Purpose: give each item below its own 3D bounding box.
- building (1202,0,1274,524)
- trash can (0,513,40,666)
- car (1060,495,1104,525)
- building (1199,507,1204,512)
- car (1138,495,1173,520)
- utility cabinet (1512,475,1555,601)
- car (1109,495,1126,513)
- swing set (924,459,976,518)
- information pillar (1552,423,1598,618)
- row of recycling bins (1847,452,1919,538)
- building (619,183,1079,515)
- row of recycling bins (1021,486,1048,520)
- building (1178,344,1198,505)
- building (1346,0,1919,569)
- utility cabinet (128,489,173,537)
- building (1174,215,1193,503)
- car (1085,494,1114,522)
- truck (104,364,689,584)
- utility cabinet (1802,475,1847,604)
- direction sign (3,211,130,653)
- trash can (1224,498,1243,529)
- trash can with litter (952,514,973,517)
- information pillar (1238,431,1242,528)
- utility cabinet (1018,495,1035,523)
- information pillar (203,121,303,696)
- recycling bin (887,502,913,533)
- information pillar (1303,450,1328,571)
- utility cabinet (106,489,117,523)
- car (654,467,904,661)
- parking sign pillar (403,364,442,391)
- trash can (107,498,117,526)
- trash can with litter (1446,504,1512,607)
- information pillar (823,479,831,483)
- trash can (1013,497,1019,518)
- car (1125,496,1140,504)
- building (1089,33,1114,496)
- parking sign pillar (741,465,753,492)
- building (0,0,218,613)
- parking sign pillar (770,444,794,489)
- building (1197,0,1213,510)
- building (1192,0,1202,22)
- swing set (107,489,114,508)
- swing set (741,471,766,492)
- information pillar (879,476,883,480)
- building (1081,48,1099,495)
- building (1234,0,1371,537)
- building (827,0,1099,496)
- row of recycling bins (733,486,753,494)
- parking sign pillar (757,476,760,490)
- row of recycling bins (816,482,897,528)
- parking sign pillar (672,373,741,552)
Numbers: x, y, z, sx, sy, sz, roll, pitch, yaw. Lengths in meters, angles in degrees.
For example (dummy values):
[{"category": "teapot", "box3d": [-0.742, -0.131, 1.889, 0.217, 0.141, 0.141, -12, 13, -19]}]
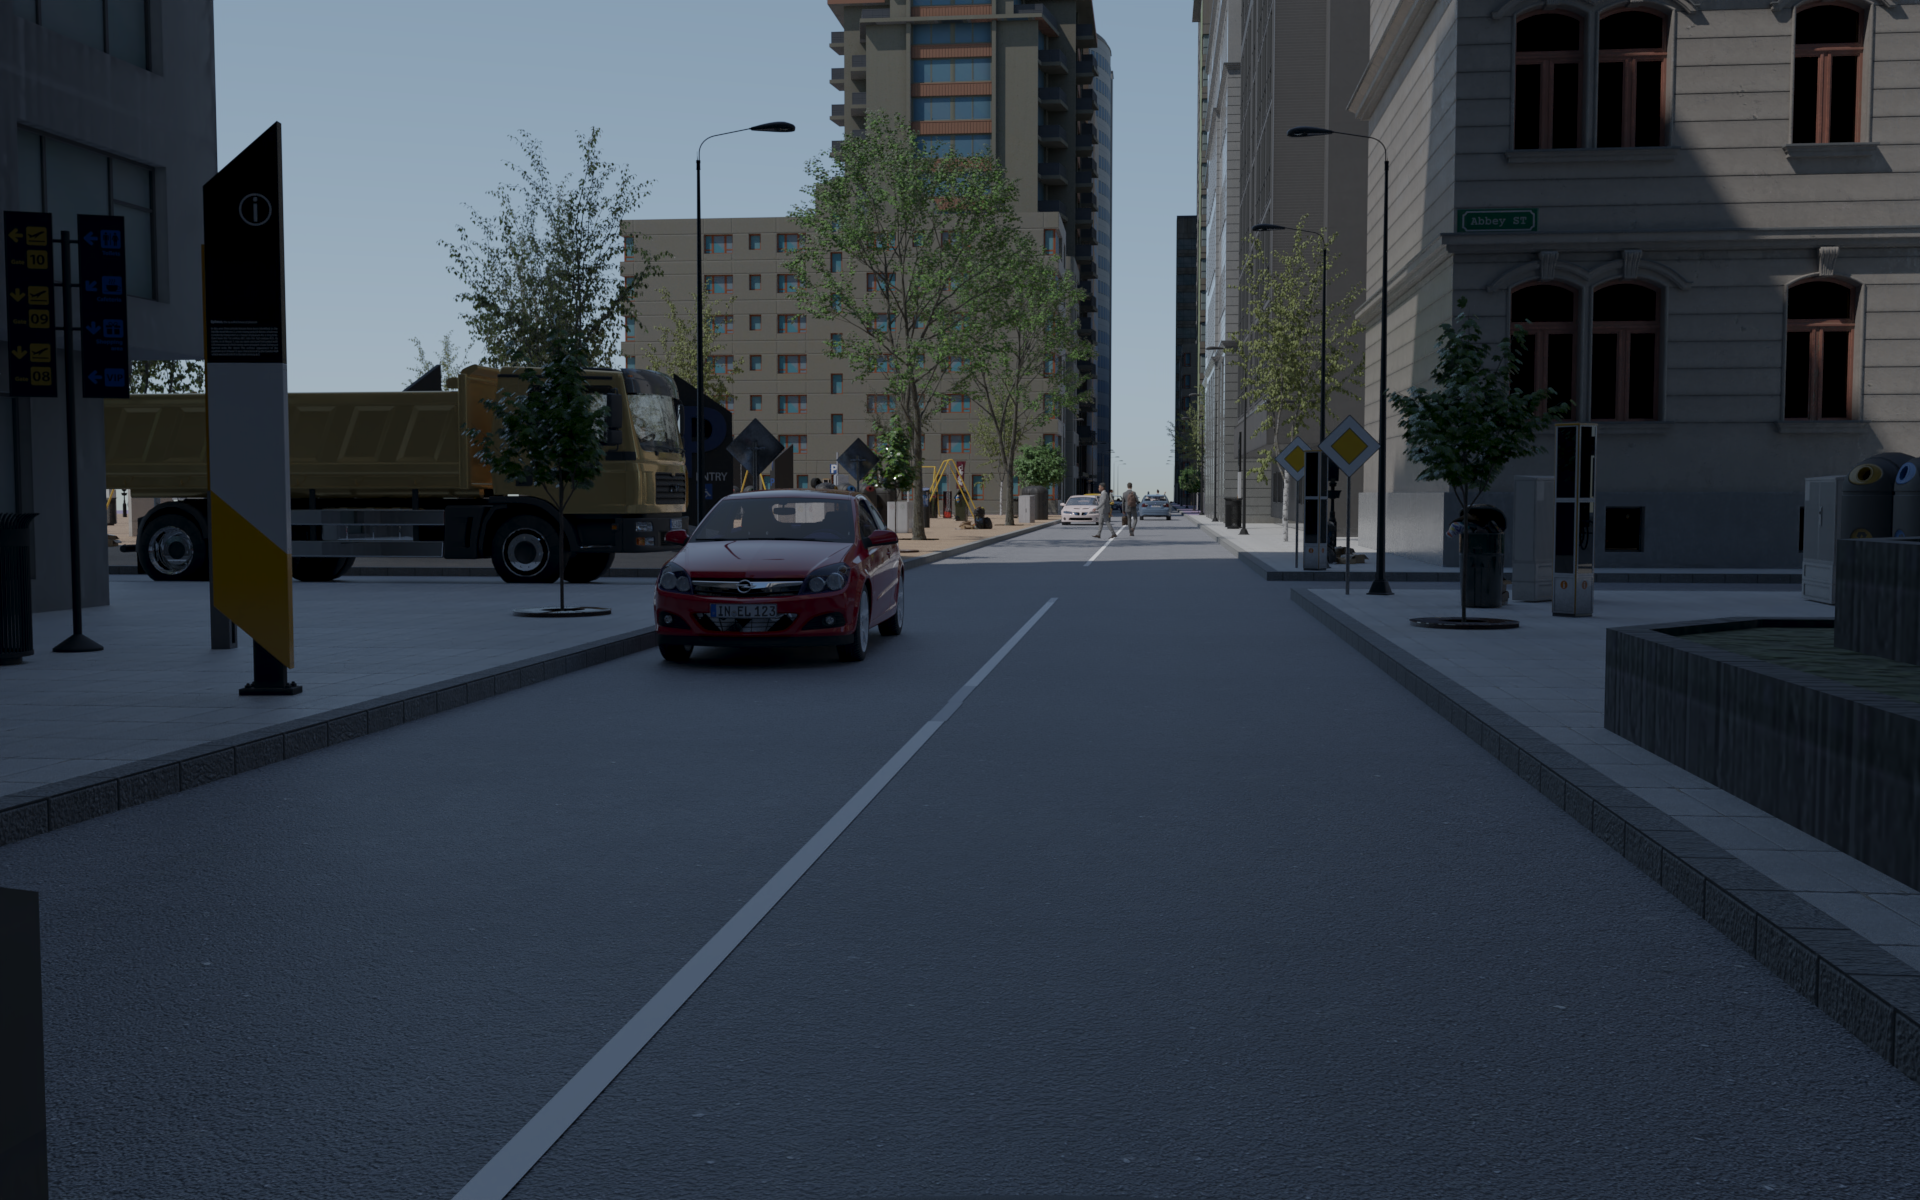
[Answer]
[{"category": "building", "box3d": [18.491, -19.036, 88.738, 11.434, 29.767, 29.804, 0, 4, 6]}, {"category": "trash can", "box3d": [-7.336, -0.085, 13.046, 0.748, 1.137, 0.748, 0, 3, 0]}, {"category": "car", "box3d": [5.769, -4.203, 81.088, 2.083, 1.381, 4.827, 0, 4, 7]}, {"category": "building", "box3d": [28.190, -42.078, 126.222, 20.563, 71.187, 20.611, 0, 4, 6]}, {"category": "car", "box3d": [10.793, -5.125, 95.791, 2.014, 1.417, 4.499, 0, 4, 6]}, {"category": "utility cabinet", "box3d": [7.102, -0.744, 20.848, 1.173, 1.500, 0.318, -3, 5, -43]}, {"category": "car", "box3d": [11.798, -7.374, 133.142, 1.945, 1.354, 3.894, 0, 4, 8]}, {"category": "swing set", "box3d": [-0.523, -4.961, 78.725, 2.862, 2.851, 3.119, 0, 4, -5]}, {"category": "information pillar", "box3d": [6.418, -0.832, 18.092, 0.304, 2.012, 0.304, -2, 4, -33]}, {"category": "row of recycling bins", "box3d": [9.118, -0.533, 15.832, 1.069, 1.692, 3.534, 0, 4, 6]}, {"category": "building", "box3d": [-6.080, -16.952, 122.208, 27.650, 21.520, 28.899, 0, 4, 6]}, {"category": "row of recycling bins", "box3d": [3.709, -4.891, 87.088, 1.069, 1.692, 3.534, 0, 4, -7]}, {"category": "building", "box3d": [40.935, -22.465, 212.340, 27.650, 21.520, 28.899, 0, 4, 6]}, {"category": "building", "box3d": [20.204, -15.107, 34.394, 23.554, 28.519, 14.401, 0, 4, 6]}, {"category": "utility cabinet", "box3d": [-24.179, -2.634, 51.737, 1.173, 1.500, 0.318, -3, 5, -43]}, {"category": "building", "box3d": [38.739, -34.943, 254.916, 14.154, 41.232, 14.086, 0, 4, 6]}, {"category": "car", "box3d": [6.996, -4.879, 89.994, 2.015, 1.641, 3.980, 0, 4, 5]}, {"category": "truck", "box3d": [-8.426, -1.922, 27.352, 9.791, 3.379, 3.469, 0, 4, 8]}, {"category": "utility cabinet", "box3d": [10.238, -0.715, 20.371, 0.318, 1.500, 1.173, 1, 4, 10]}, {"category": "direction sign", "box3d": [-7.218, -1.350, 14.069, 0.876, 3.537, 0.379, -1, 4, -18]}, {"category": "trash can", "box3d": [10.051, -3.182, 63.672, 0.748, 1.137, 0.748, 0, 3, 0]}, {"category": "trash can with litter", "box3d": [0.010, -5.293, 97.598, 1.678, 1.210, 2.233, 2, 4, 32]}, {"category": "information pillar", "box3d": [10.492, -4.505, 65.008, 0.183, 3.616, 0.504, 0, 4, 4]}, {"category": "utility cabinet", "box3d": [2.974, -4.043, 77.257, 0.306, 1.237, 1.020, -2, 4, -27]}, {"category": "information pillar", "box3d": [-4.500, -1.201, 10.991, 0.504, 3.616, 0.183, 0, 4, -2]}, {"category": "recycling bin", "box3d": [-1.947, -2.711, 56.874, 0.722, 1.027, 0.722, 1, 4, 14]}, {"category": "information pillar", "box3d": [5.966, -1.502, 29.053, 0.304, 2.012, 0.304, 3, 4, 39]}, {"category": "utility cabinet", "box3d": [-37.358, -4.126, 76.140, 0.318, 1.500, 1.173, -3, 4, -38]}, {"category": "car", "box3d": [-1.591, -0.441, 16.247, 2.155, 1.783, 4.494, 0, 4, 5]}, {"category": "parking sign pillar", "box3d": [-11.295, -2.883, 35.607, 1.447, 3.967, 1.447, 2, 4, 35]}, {"category": "trash can", "box3d": [-34.661, -3.595, 70.435, 0.748, 1.137, 0.748, 0, 3, 0]}, {"category": "trash can with litter", "box3d": [5.971, -0.517, 19.841, 0.624, 1.170, 1.055, 2, 4, 26]}, {"category": "information pillar", "box3d": [-6.421, -4.841, 83.637, 0.304, 2.012, 0.304, 1, 4, 17]}, {"category": "trash can", "box3d": [2.856, -4.917, 92.049, 0.748, 1.137, 0.748, 0, 3, 0]}, {"category": "car", "box3d": [24.294, -14.173, 244.090, 2.083, 1.381, 4.827, 0, 4, 8]}, {"category": "building", "box3d": [8.227, -41.324, 217.639, 21.231, 58.520, 28.212, 0, 4, 6]}, {"category": "parking sign pillar", "box3d": [-11.951, -6.312, 91.668, 1.447, 3.967, 1.447, -1, 4, -20]}, {"category": "building", "box3d": [-16.100, -20.345, 16.239, 14.086, 41.232, 14.154, 0, 4, 6]}, {"category": "parking sign pillar", "box3d": [-9.509, -6.357, 92.410, 1.447, 3.967, 1.447, 3, 5, 44]}, {"category": "building", "box3d": [26.991, -28.202, 144.695, 14.154, 41.232, 14.086, 0, 4, 6]}, {"category": "building", "box3d": [36.558, -35.163, 164.152, 28.713, 52.752, 27.495, 0, 4, 6]}, {"category": "swing set", "box3d": [-26.756, -3.686, 57.893, 2.862, 2.851, 3.119, 1, 4, 14]}, {"category": "swing set", "box3d": [-13.940, -6.615, 105.783, 3.119, 2.851, 2.862, -2, 4, -31]}, {"category": "information pillar", "box3d": [-2.869, -3.753, 65.850, 0.304, 2.012, 0.304, -3, 4, -36]}, {"category": "building", "box3d": [6.014, -31.906, 171.777, 14.600, 45.320, 14.200, 0, 4, 6]}, {"category": "building", "box3d": [17.588, -16.414, 61.871, 14.314, 27.812, 24.014, 0, 4, 6]}, {"category": "building", "box3d": [0.661, -30.332, 150.547, 22.147, 44.769, 28.867, 0, 4, 6]}, {"category": "row of recycling bins", "box3d": [-11.785, -4.844, 86.311, 3.534, 1.692, 1.069, 0, 4, 0]}, {"category": "parking sign pillar", "box3d": [-12.068, -6.723, 98.395, 1.447, 3.967, 1.447, -1, 4, -17]}, {"category": "row of recycling bins", "box3d": [-3.785, -3.392, 62.565, 3.534, 1.692, 1.069, -3, 5, -42]}, {"category": "parking sign pillar", "box3d": [-5.710, -3.064, 38.572, 1.447, 3.967, 1.447, -1, 4, -11]}]
